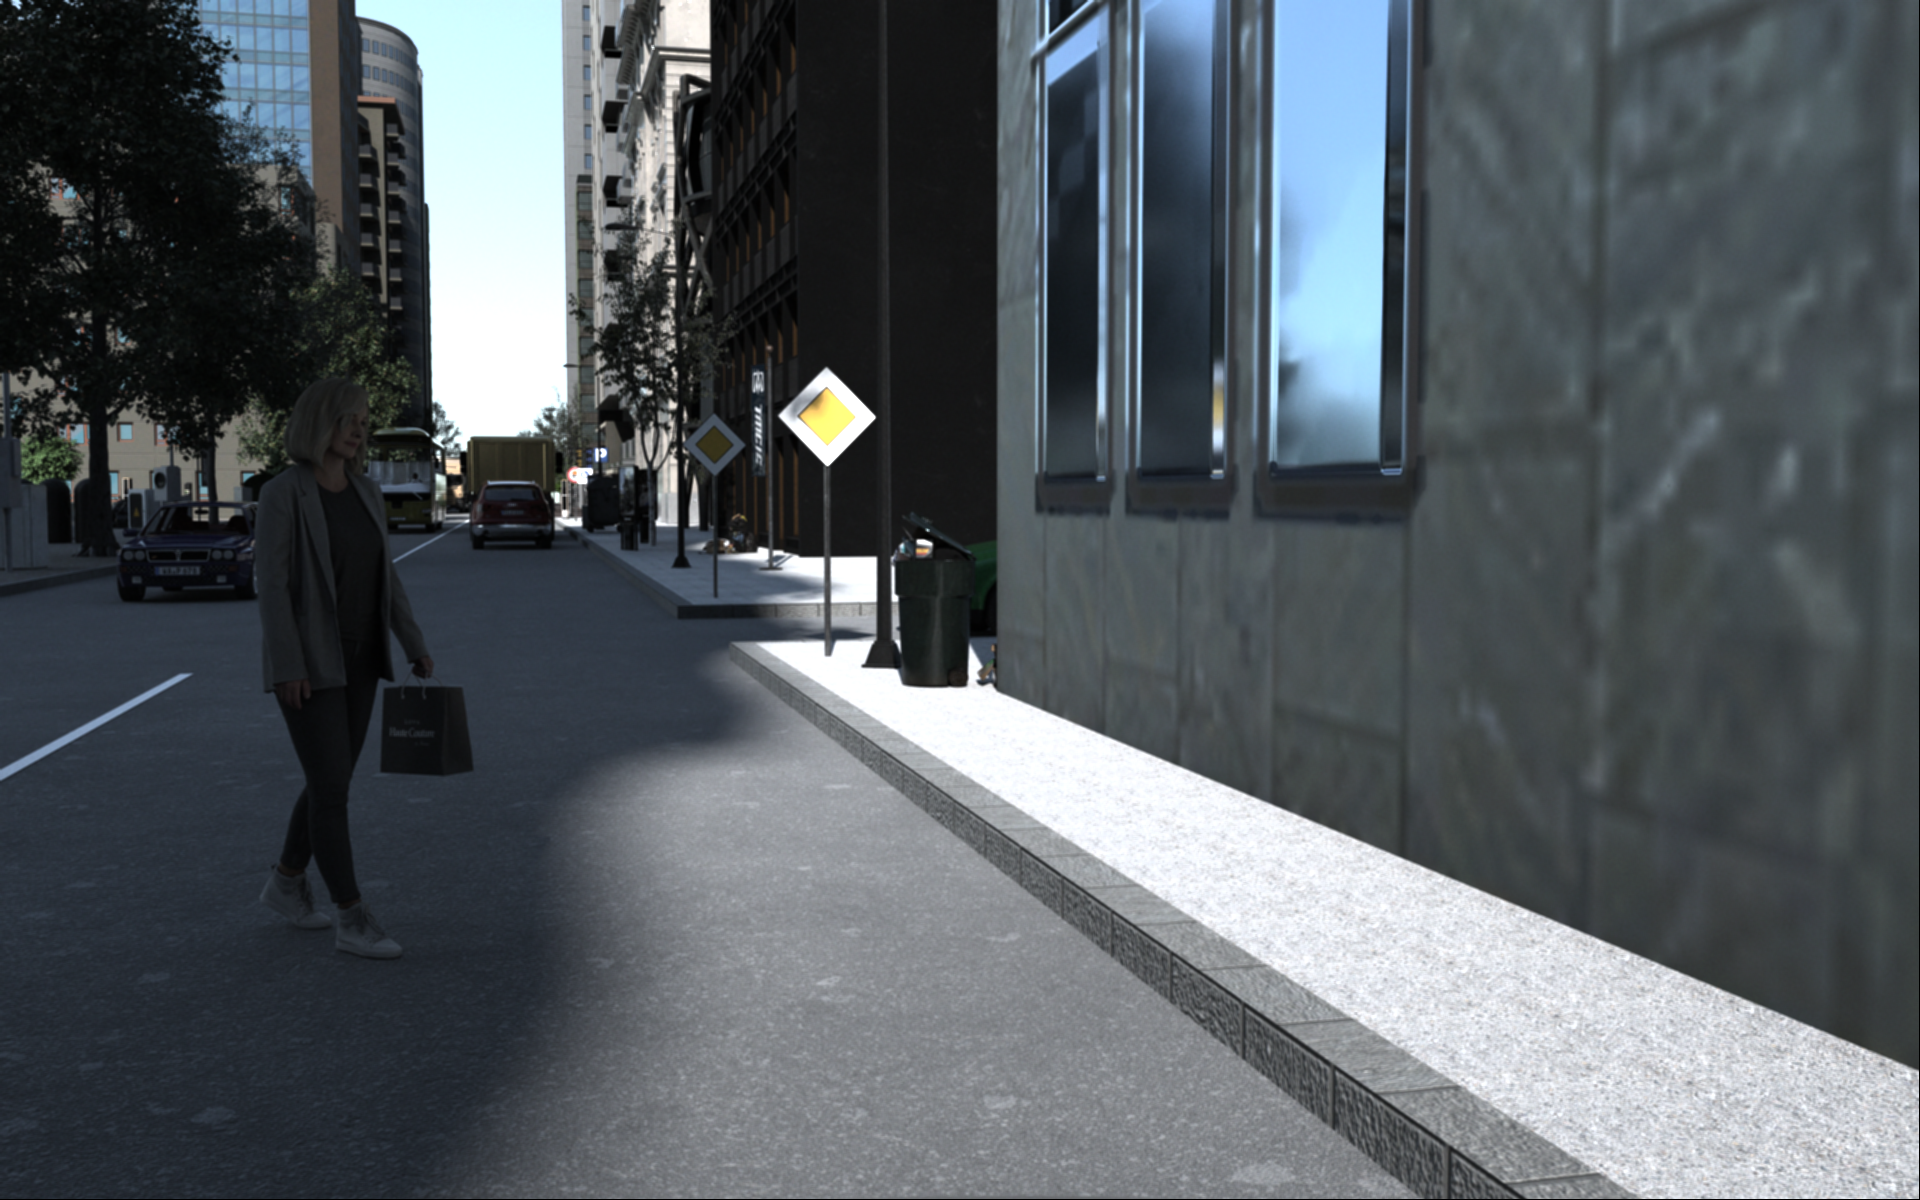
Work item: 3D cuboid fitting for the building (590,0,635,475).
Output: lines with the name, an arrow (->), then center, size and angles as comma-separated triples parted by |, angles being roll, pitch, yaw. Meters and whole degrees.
building -> -15.655, -33.739, 140.865 | 28.713, 52.752, 27.495 | -1, 4, -14

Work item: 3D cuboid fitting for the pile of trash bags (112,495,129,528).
pile of trash bags -> -33.595, -3.654, 69.499 | 3.447, 1.369, 1.912 | 0, 4, -8

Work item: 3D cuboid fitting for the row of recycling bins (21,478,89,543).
row of recycling bins -> -24.184, -2.348, 45.502 | 3.534, 1.692, 1.069 | 0, 4, 1

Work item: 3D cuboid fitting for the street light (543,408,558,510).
street light -> -21.719, -7.437, 94.131 | 1.470, 5.913, 1.316 | -1, 4, -14

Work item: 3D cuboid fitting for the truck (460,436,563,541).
truck -> -14.628, -3.709, 56.560 | 3.469, 3.379, 9.791 | -1, 4, -14

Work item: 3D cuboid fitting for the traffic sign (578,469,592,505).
traffic sign -> -15.030, -4.118, 69.454 | 0.606, 2.300, 0.079 | -1, 4, -8

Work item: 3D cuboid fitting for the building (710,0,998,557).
building -> 0.774, -13.080, 43.536 | 12.332, 23.373, 15.834 | -1, 4, -14

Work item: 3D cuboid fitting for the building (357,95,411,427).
building -> -70.936, -32.455, 185.255 | 22.147, 44.769, 28.867 | -1, 4, -14

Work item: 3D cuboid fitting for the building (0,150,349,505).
building -> -51.841, -15.723, 102.113 | 27.650, 21.520, 28.899 | -1, 4, -14

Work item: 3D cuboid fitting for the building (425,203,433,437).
building -> -79.303, -33.728, 235.039 | 14.154, 41.232, 14.086 | -1, 4, -14

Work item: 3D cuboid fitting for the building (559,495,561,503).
building -> -39.575, -33.626, 241.660 | 32.217, 40.220, 23.993 | -1, 4, -14

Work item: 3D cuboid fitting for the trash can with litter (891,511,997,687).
trash can with litter -> 0.068, -0.019, 11.694 | 1.055, 1.170, 0.624 | 0, 4, -3

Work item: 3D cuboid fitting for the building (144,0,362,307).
building -> -50.939, -28.996, 124.201 | 14.600, 45.320, 14.200 | -1, 4, -14

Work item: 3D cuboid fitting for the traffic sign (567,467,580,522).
traffic sign -> -17.889, -4.924, 80.612 | 0.768, 2.556, 0.104 | 0, 4, -8

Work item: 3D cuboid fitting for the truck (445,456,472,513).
truck -> -38.503, -8.686, 130.925 | 2.839, 4.237, 11.283 | -1, 4, -12

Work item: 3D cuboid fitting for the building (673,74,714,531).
building -> -2.358, -12.110, 65.456 | 16.820, 18.784, 16.811 | -1, 4, -14

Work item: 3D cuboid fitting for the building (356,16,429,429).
building -> -77.325, -41.045, 213.084 | 21.231, 58.520, 28.212 | -1, 4, -14

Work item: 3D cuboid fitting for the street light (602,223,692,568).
street light -> -5.393, -3.511, 29.945 | 1.470, 5.913, 1.316 | -1, 4, -14

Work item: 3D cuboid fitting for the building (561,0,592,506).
building -> -33.648, -39.908, 194.492 | 21.231, 58.520, 28.212 | -1, 4, -14

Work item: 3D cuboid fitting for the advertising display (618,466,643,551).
advertising display -> -7.552, -2.097, 39.505 | 0.123, 1.923, 0.974 | -2, 4, -33

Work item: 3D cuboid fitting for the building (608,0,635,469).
building -> -10.571, -30.142, 112.425 | 23.786, 49.044, 30.456 | -1, 4, -14

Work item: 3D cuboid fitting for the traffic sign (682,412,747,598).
traffic sign -> -3.026, -1.084, 21.372 | 0.795, 2.450, 0.064 | -1, 4, -14

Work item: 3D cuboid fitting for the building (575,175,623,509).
building -> -28.361, -23.786, 160.595 | 14.160, 30.474, 14.107 | -1, 4, -14

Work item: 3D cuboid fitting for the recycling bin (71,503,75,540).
recycling bin -> -25.820, -2.357, 51.083 | 0.722, 1.027, 0.722 | 3, 5, 41

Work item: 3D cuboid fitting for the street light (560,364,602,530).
street light -> -13.481, -5.476, 62.075 | 1.470, 5.913, 1.316 | -1, 4, -14

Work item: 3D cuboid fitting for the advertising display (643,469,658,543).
advertising display -> -8.255, -2.459, 45.424 | 0.123, 1.923, 0.974 | 2, 4, 24

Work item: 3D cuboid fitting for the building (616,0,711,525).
building -> -9.004, -18.157, 84.256 | 14.401, 28.519, 23.554 | -1, 4, -14

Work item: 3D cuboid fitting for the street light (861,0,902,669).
street light -> -1.089, -2.449, 12.586 | 1.470, 5.913, 1.316 | -1, 4, -14

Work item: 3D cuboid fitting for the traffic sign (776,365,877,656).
traffic sign -> -1.048, -0.611, 13.635 | 0.795, 2.450, 0.064 | -1, 4, -14

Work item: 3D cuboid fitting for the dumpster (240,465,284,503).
dumpster -> -23.231, -3.401, 58.092 | 1.502, 2.255, 1.985 | -1, 4, -14

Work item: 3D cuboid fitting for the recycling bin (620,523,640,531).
recycling bin -> -11.293, -2.897, 59.919 | 0.722, 1.027, 0.722 | 3, 4, 38

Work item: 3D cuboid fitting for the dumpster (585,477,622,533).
dumpster -> -11.880, -3.198, 58.050 | 1.264, 1.857, 1.865 | -1, 4, -14
